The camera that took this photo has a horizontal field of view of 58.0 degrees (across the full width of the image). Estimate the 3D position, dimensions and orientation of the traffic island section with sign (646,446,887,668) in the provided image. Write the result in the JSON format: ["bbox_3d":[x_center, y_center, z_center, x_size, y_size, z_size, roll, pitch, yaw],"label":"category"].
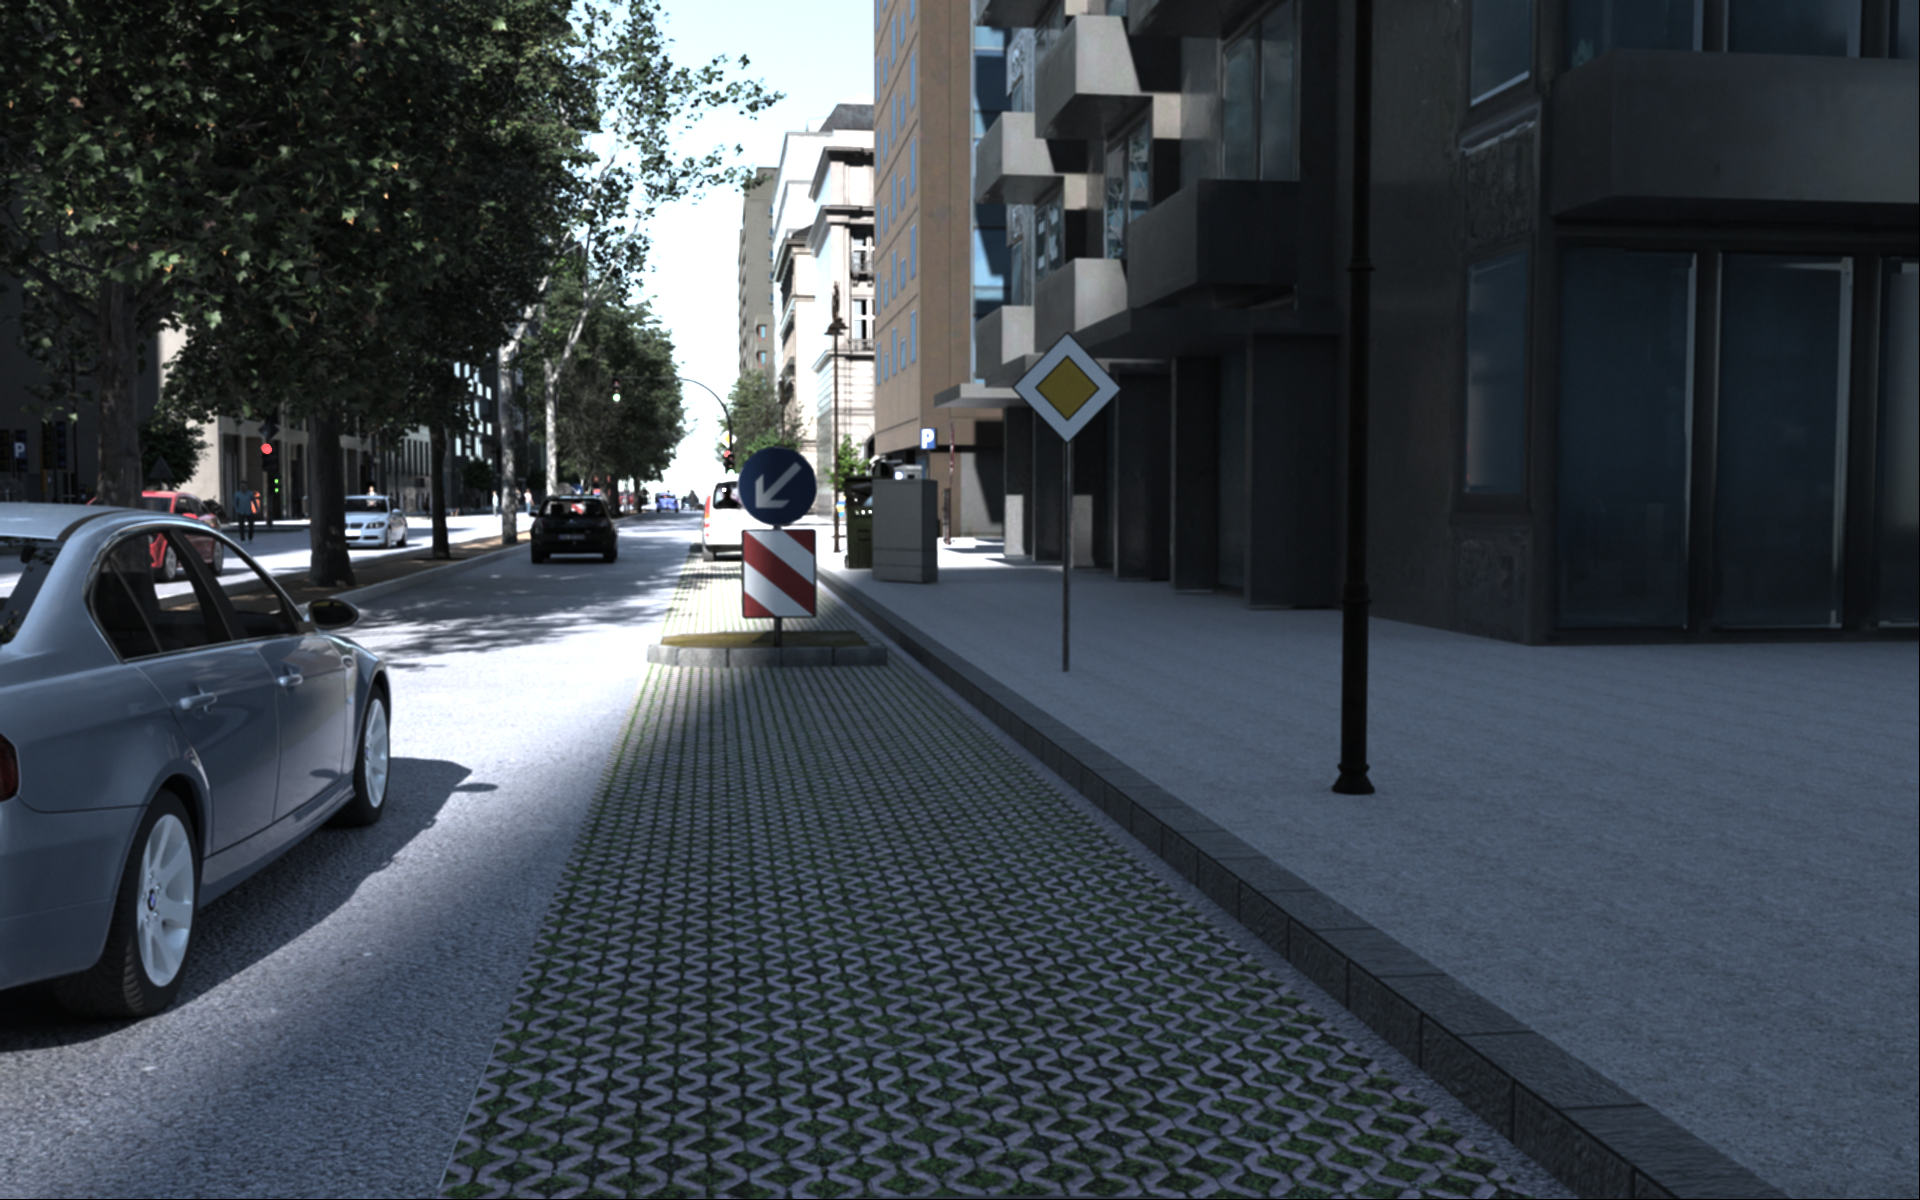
[{"bbox_3d":[-1.728,-0.400,15.160,1.989,1.847,2.006,-1,4,-8],"label":"traffic island section with sign"}]

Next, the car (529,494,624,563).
[{"bbox_3d":[-8.276,-1.683,37.301,2.009,1.686,4.222,-1,4,-10],"label":"car"}]

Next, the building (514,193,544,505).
[{"bbox_3d":[-58.625,-32.235,210.629,14.154,41.232,14.086,-1,4,-8],"label":"building"}]

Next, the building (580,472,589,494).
[{"bbox_3d":[-68.332,-31.232,282.347,14.160,30.474,14.107,-1,4,-8],"label":"building"}]

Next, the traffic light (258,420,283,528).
[{"bbox_3d":[-26.029,-4.673,65.320,0.839,4.253,0.868,-1,4,-8],"label":"traffic light"}]

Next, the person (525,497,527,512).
[{"bbox_3d":[-35.135,-8.029,140.779,0.512,1.701,0.522,-1,4,-13],"label":"person"}]

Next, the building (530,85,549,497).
[{"bbox_3d":[-68.468,-56.931,243.485,22.319,86.520,31.000,-1,4,-8],"label":"building"}]

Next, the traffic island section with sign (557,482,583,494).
[{"bbox_3d":[-16.478,-4.061,74.538,2.006,1.907,1.989,-1,4,-8],"label":"traffic island section with sign"}]

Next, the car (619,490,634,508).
[{"bbox_3d":[-35.628,-10.788,185.058,2.281,1.827,5.304,0,4,-6],"label":"car"}]

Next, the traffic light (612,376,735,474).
[{"bbox_3d":[-11.051,-5.668,67.332,4.771,5.953,1.251,-1,4,-8],"label":"traffic light"}]

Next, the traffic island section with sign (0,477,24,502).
[{"bbox_3d":[-22.538,-1.964,40.733,1.989,1.847,2.006,-1,4,-8],"label":"traffic island section with sign"}]

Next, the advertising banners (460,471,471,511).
[{"bbox_3d":[-37.386,-8.241,130.935,0.090,3.025,2.074,0,4,4],"label":"advertising banners"}]

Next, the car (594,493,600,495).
[{"bbox_3d":[-39.410,-10.869,187.293,1.945,1.707,3.694,0,4,-6],"label":"car"}]

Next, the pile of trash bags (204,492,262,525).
[{"bbox_3d":[-31.321,-3.874,73.091,3.447,1.369,1.912,-2,4,-29],"label":"pile of trash bags"}]

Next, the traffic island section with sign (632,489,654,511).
[{"bbox_3d":[-27.145,-8.611,148.918,2.006,1.907,1.989,-1,4,-8],"label":"traffic island section with sign"}]

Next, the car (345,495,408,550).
[{"bbox_3d":[-15.781,-2.073,45.904,2.014,1.417,4.499,-1,4,-9],"label":"car"}]

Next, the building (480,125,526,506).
[{"bbox_3d":[-62.738,-36.666,188.727,28.713,52.752,27.495,-1,4,-8],"label":"building"}]

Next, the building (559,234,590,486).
[{"bbox_3d":[-70.915,-39.492,295.796,14.600,45.320,14.200,-1,4,-8],"label":"building"}]

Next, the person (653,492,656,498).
[{"bbox_3d":[-53.035,-17.882,301.656,1.217,1.735,0.721,-1,4,-21],"label":"person"}]

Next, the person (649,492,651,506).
[{"bbox_3d":[-38.156,-12.504,213.627,0.721,1.739,1.217,0,4,-5],"label":"person"}]

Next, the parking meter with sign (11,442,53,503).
[{"bbox_3d":[-30.582,-3.748,57.549,1.738,3.016,0.543,1,4,17],"label":"parking meter with sign"}]

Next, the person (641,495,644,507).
[{"bbox_3d":[-36.505,-11.608,198.420,0.705,1.807,1.348,2,4,33],"label":"person"}]

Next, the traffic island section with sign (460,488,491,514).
[{"bbox_3d":[-34.276,-6.970,122.585,1.989,1.847,2.006,-1,4,-8],"label":"traffic island section with sign"}]

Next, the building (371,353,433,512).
[{"bbox_3d":[-46.551,-17.646,121.789,16.112,22.955,30.059,-1,4,-8],"label":"building"}]

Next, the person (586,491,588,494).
[{"bbox_3d":[-40.930,-11.060,189.886,0.990,1.755,0.434,2,4,34],"label":"person"}]

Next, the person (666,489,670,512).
[{"bbox_3d":[-23.581,-8.050,140.134,0.555,1.821,0.388,-2,4,-34],"label":"person"}]

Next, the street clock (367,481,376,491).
[{"bbox_3d":[-32.297,-5.534,95.056,0.471,2.002,0.358,2,4,28],"label":"street clock"}]

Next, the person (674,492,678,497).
[{"bbox_3d":[-50.481,-18.203,306.127,1.348,1.823,0.705,1,4,20],"label":"person"}]

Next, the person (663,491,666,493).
[{"bbox_3d":[-29.635,-10.099,174.343,1.217,1.743,0.721,2,4,32],"label":"person"}]

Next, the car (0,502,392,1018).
[{"bbox_3d":[-3.203,0.372,5.928,2.014,1.417,4.499,0,4,-7],"label":"car"}]

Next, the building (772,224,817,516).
[{"bbox_3d":[-6.515,-15.147,112.274,10.561,19.102,19.286,-1,4,-8],"label":"building"}]

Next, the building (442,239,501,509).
[{"bbox_3d":[-55.939,-33.035,159.733,23.786,49.044,30.456,-1,4,-8],"label":"building"}]

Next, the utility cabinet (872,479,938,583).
[{"bbox_3d":[-0.798,-1.012,25.220,0.318,1.500,1.173,-3,5,-40],"label":"utility cabinet"}]

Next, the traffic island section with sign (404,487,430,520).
[{"bbox_3d":[-30.450,-5.338,95.902,1.989,1.847,2.006,-1,4,-8],"label":"traffic island section with sign"}]

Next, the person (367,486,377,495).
[{"bbox_3d":[-26.398,-4.225,77.860,0.520,1.790,0.573,-2,4,-27],"label":"person"}]

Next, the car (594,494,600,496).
[{"bbox_3d":[-26.393,-6.979,123.894,2.009,1.686,4.222,0,4,-6],"label":"car"}]

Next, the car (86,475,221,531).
[{"bbox_3d":[-13.795,-1.227,29.103,2.155,1.783,4.494,-1,4,-8],"label":"car"}]

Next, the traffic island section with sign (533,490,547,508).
[{"bbox_3d":[-41.362,-9.999,172.105,1.989,1.847,2.006,-1,4,-8],"label":"traffic island section with sign"}]

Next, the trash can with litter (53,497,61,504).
[{"bbox_3d":[-32.525,-3.108,62.204,0.624,1.170,1.055,0,4,-4],"label":"trash can with litter"}]

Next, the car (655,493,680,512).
[{"bbox_3d":[-22.986,-7.739,136.122,1.945,1.707,3.694,0,4,-8],"label":"car"}]

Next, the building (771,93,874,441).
[{"bbox_3d":[-8.712,-21.953,136.417,11.434,29.767,29.804,-1,4,-8],"label":"building"}]

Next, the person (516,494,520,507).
[{"bbox_3d":[-20.279,-4.282,78.293,0.659,1.850,0.755,0,4,-6],"label":"person"}]

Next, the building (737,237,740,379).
[{"bbox_3d":[-27.353,-41.297,298.911,21.300,48.544,21.600,-1,4,-8],"label":"building"}]

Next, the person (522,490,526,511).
[{"bbox_3d":[-37.711,-8.646,150.416,0.990,1.755,0.434,2,4,35],"label":"person"}]

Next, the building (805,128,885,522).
[{"bbox_3d":[4.741,-14.931,85.914,24.055,21.916,13.314,-1,4,-8],"label":"building"}]

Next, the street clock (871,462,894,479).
[{"bbox_3d":[-1.735,-2.109,39.050,0.471,2.002,0.358,1,4,23],"label":"street clock"}]

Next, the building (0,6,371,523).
[{"bbox_3d":[-43.951,-17.441,89.682,19.350,26.468,34.151,-1,4,-8],"label":"building"}]

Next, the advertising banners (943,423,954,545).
[{"bbox_3d":[-0.294,-2.904,43.676,0.090,3.025,2.074,0,4,-6],"label":"advertising banners"}]

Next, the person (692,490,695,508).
[{"bbox_3d":[-28.208,-10.698,183.037,1.348,1.869,0.705,2,4,26],"label":"person"}]

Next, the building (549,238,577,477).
[{"bbox_3d":[-66.820,-35.743,267.987,14.154,41.232,14.086,-1,4,-8],"label":"building"}]

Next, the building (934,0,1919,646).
[{"bbox_3d":[12.421,-24.929,27.196,23.786,49.044,30.456,-1,4,-8],"label":"building"}]

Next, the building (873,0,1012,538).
[{"bbox_3d":[4.676,-24.875,56.818,14.600,45.320,14.200,-1,4,-8],"label":"building"}]

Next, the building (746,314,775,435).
[{"bbox_3d":[-11.875,-22.411,211.463,27.650,21.520,28.899,-1,4,-8],"label":"building"}]

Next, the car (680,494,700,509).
[{"bbox_3d":[-25.787,-9.385,165.450,2.014,1.417,4.499,-1,4,-9],"label":"car"}]

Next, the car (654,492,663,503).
[{"bbox_3d":[-49.006,-16.848,284.143,2.281,1.827,5.304,-1,4,-9],"label":"car"}]

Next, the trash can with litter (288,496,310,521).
[{"bbox_3d":[-31.572,-4.487,84.420,2.233,1.210,1.678,-1,4,-22],"label":"trash can with litter"}]

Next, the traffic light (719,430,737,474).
[{"bbox_3d":[-10.126,-5.306,75.673,0.839,4.253,0.868,-1,4,-8],"label":"traffic light"}]

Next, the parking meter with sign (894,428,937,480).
[{"bbox_3d":[-1.392,-3.009,45.452,0.543,3.016,1.738,3,5,43],"label":"parking meter with sign"}]

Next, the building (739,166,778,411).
[{"bbox_3d":[-20.759,-38.480,252.854,21.300,48.544,21.600,-1,4,-8],"label":"building"}]
